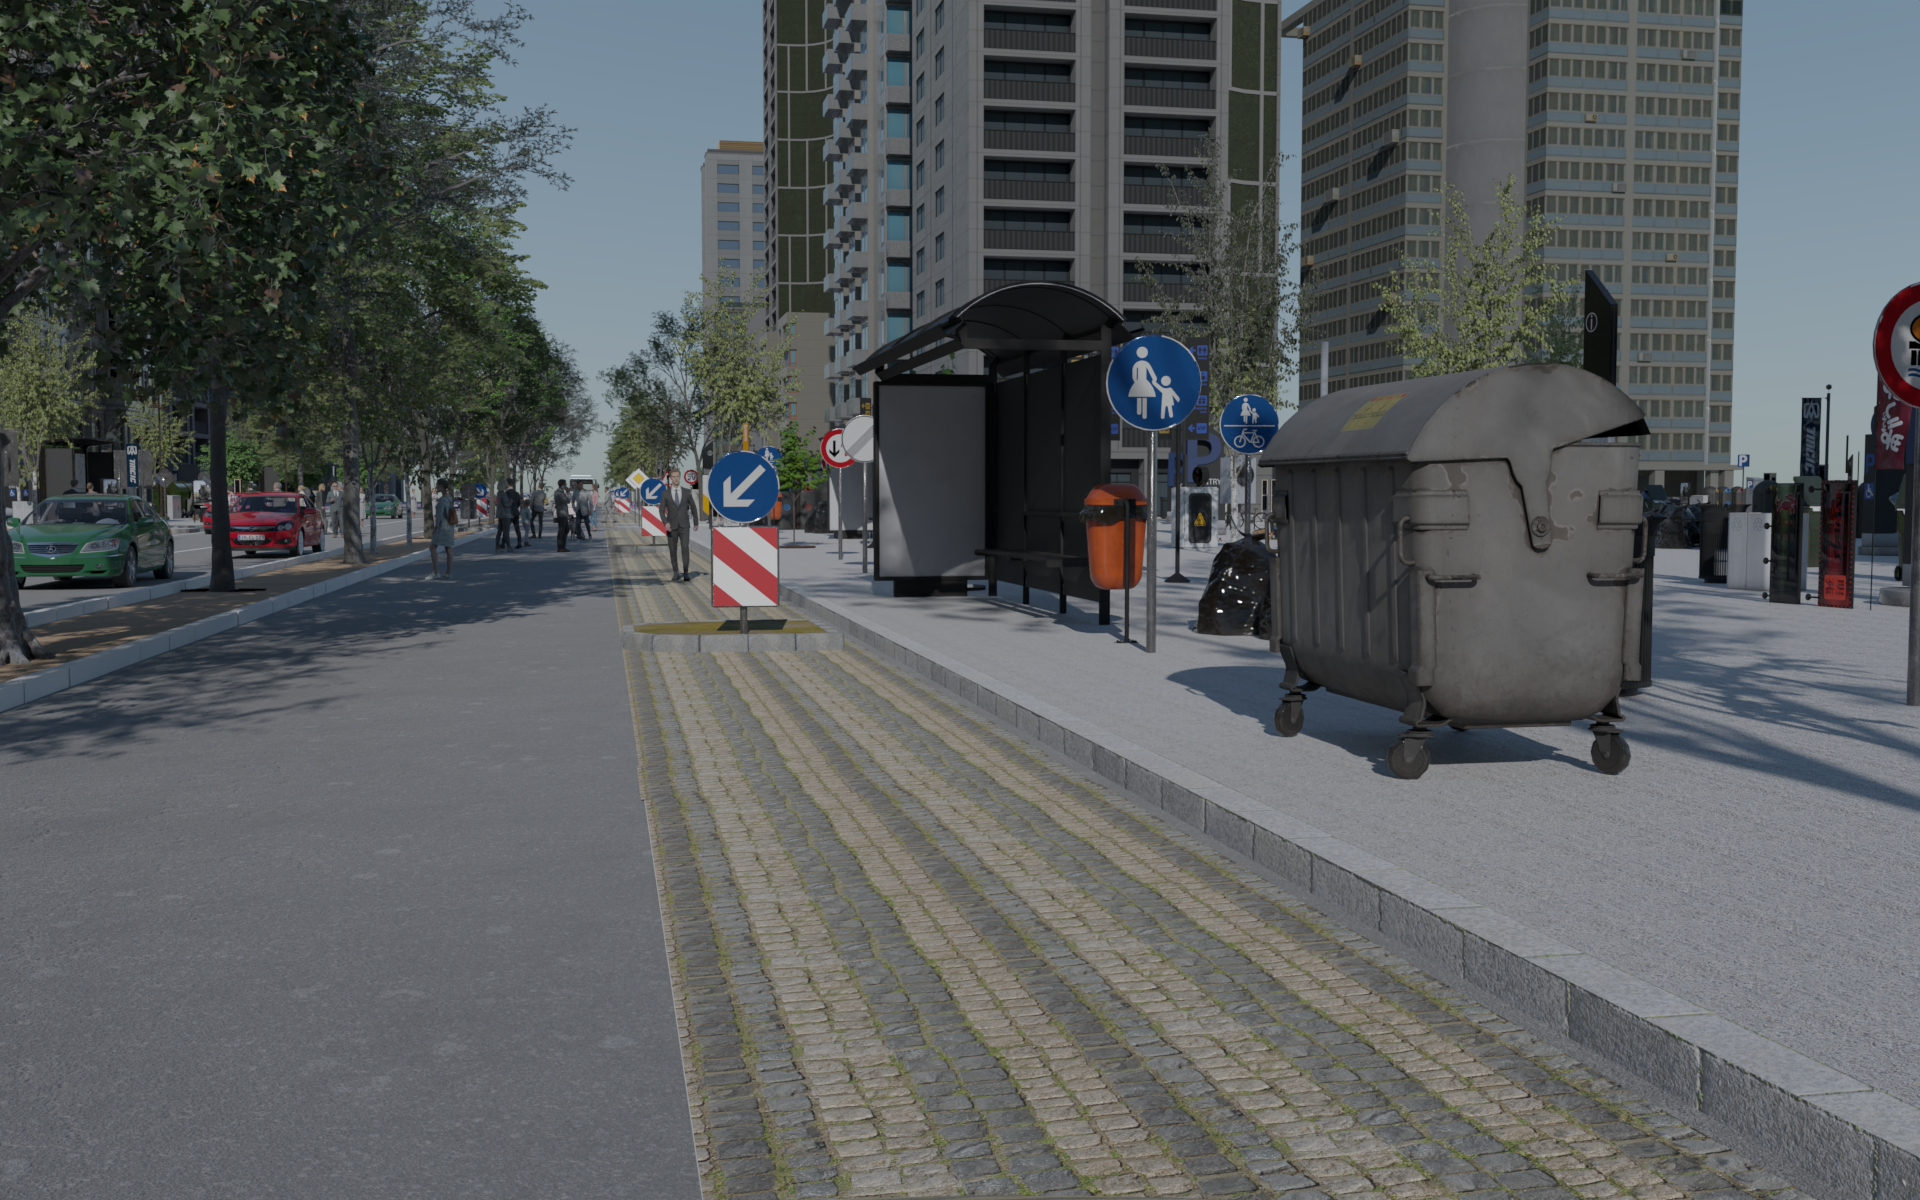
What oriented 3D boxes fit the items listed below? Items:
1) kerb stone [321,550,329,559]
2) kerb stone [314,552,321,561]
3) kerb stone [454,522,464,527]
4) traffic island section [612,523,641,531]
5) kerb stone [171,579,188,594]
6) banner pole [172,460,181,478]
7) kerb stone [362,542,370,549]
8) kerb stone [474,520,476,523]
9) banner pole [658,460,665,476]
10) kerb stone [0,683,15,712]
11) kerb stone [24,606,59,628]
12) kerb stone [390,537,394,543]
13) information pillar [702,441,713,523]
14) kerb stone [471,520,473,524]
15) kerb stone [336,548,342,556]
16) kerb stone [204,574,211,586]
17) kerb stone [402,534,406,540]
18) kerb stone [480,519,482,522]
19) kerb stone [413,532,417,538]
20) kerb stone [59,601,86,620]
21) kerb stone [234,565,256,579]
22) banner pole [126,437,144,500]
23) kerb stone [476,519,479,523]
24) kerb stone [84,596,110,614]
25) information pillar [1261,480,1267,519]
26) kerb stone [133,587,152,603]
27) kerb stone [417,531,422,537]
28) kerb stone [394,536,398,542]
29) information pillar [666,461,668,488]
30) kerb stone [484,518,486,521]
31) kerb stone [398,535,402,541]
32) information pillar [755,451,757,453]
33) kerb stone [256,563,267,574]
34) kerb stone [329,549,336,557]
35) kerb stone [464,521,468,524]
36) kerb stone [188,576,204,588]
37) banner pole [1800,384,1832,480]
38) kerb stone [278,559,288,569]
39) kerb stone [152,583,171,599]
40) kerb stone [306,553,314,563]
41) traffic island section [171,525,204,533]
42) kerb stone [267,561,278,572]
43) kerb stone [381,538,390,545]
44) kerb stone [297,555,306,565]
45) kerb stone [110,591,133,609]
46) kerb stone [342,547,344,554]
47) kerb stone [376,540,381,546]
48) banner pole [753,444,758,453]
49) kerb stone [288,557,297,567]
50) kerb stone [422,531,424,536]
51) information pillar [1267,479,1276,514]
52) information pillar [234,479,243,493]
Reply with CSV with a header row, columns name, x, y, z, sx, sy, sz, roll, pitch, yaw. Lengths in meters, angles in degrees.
name,x,y,z,sx,sy,sz,roll,pitch,yaw
kerb stone,-14.048,-0.963,37.988,0.120,0.150,1.000,-1,4,-12
kerb stone,-13.847,-0.899,36.986,0.120,0.150,1.000,-1,4,-12
kerb stone,-21.877,-3.271,75.674,0.120,0.150,1.000,-1,4,-12
traffic island section,-14.127,-3.253,75.462,2.009,0.180,2.903,-1,4,-12
kerb stone,-11.337,-0.167,24.927,0.120,0.150,1.000,-1,4,-12
banner pole,-58.050,-8.471,128.514,0.401,3.779,0.863,2,4,29
kerb stone,-15.718,-1.457,46.014,0.120,0.150,1.000,-1,4,-12
kerb stone,-23.346,-3.700,82.722,0.120,0.150,1.000,-1,4,-12
banner pole,-21.966,-8.369,126.856,0.401,3.779,0.863,-1,4,-18
kerb stone,-6.368,0.666,11.356,0.120,0.150,1.000,-1,4,-12
kerb stone,-10.085,0.201,18.915,0.120,0.150,1.000,-1,4,-12
kerb stone,-16.545,-1.703,50.041,0.120,0.150,1.000,-1,4,-12
information pillar,-10.980,-5.151,75.573,0.504,3.616,0.183,-2,4,-25
kerb stone,-22.921,-3.579,80.712,0.120,0.150,1.000,-1,4,-12
kerb stone,-14.463,-1.088,39.991,0.120,0.150,1.000,-1,4,-12
kerb stone,-11.758,-0.290,26.939,0.120,0.150,1.000,-1,4,-12
kerb stone,-17.172,-1.883,53.047,0.120,0.150,1.000,-1,4,-12
kerb stone,-24.178,-3.948,86.746,0.120,0.150,1.000,-1,4,-12
kerb stone,-17.787,-2.071,56.051,0.120,0.150,1.000,-1,4,-12
kerb stone,-10.293,0.139,19.917,0.120,0.150,1.000,-1,4,-12
kerb stone,-12.371,-0.472,29.946,0.120,0.150,1.000,-1,4,-12
banner pole,-35.870,-5.227,75.476,0.863,3.779,0.401,-1,4,-15
kerb stone,-23.758,-3.825,84.735,0.120,0.150,1.000,-1,4,-12
kerb stone,-10.501,0.078,20.918,0.120,0.150,1.000,-1,4,-12
information pillar,15.539,-5.128,88.333,0.304,2.012,0.304,1,4,12
kerb stone,-10.917,-0.045,22.925,0.120,0.150,1.000,-1,4,-12
kerb stone,-18.217,-2.193,58.058,0.120,0.150,1.000,-1,4,-12
kerb stone,-16.753,-1.763,51.042,0.120,0.150,1.000,-1,4,-12
information pillar,-18.899,-7.371,111.878,0.183,3.616,0.504,0,4,4
kerb stone,-24.804,-4.127,89.760,0.120,0.150,1.000,-1,4,-12
kerb stone,-16.967,-1.825,52.042,0.120,0.150,1.000,-1,4,-12
information pillar,-10.991,-6.179,92.383,0.183,3.616,0.504,3,4,38
kerb stone,-12.584,-0.536,30.956,0.120,0.150,1.000,-1,4,-12
kerb stone,-14.252,-1.027,38.991,0.120,0.150,1.000,-1,4,-12
kerb stone,-22.292,-3.394,77.690,0.120,0.150,1.000,-1,4,-12
kerb stone,-11.538,-0.229,25.933,0.120,0.150,1.000,-1,4,-12
banner pole,19.557,-3.029,39.539,0.863,3.779,0.401,0,4,-3
kerb stone,-13.001,-0.659,32.972,0.120,0.150,1.000,-1,4,-12
kerb stone,-11.117,-0.106,23.928,0.120,0.150,1.000,-1,4,-12
kerb stone,-13.628,-0.843,35.986,0.120,0.150,1.000,-1,4,-12
traffic island section,-29.435,-2.560,64.143,2.009,0.180,2.903,-1,4,-12
kerb stone,-12.792,-0.595,31.960,0.120,0.150,1.000,-1,4,-12
kerb stone,-16.337,-1.636,49.037,0.120,0.150,1.000,-1,4,-12
kerb stone,-13.419,-0.782,34.981,0.120,0.150,1.000,-1,4,-12
kerb stone,-10.700,0.020,21.921,0.120,0.150,1.000,-1,4,-12
kerb stone,-14.679,-1.145,40.990,0.120,0.150,1.000,-1,4,-12
kerb stone,-15.927,-1.516,47.018,0.120,0.150,1.000,-1,4,-12
banner pole,-10.168,-5.948,87.265,0.863,3.779,0.401,-3,4,-36
kerb stone,-13.204,-0.716,33.982,0.120,0.150,1.000,-1,4,-12
kerb stone,-18.430,-2.250,59.058,0.120,0.150,1.000,-1,4,-12
information pillar,15.673,-5.021,86.578,0.304,2.012,0.304,0,4,1
information pillar,-35.461,-4.933,85.142,0.304,2.012,0.304,0,4,-5
